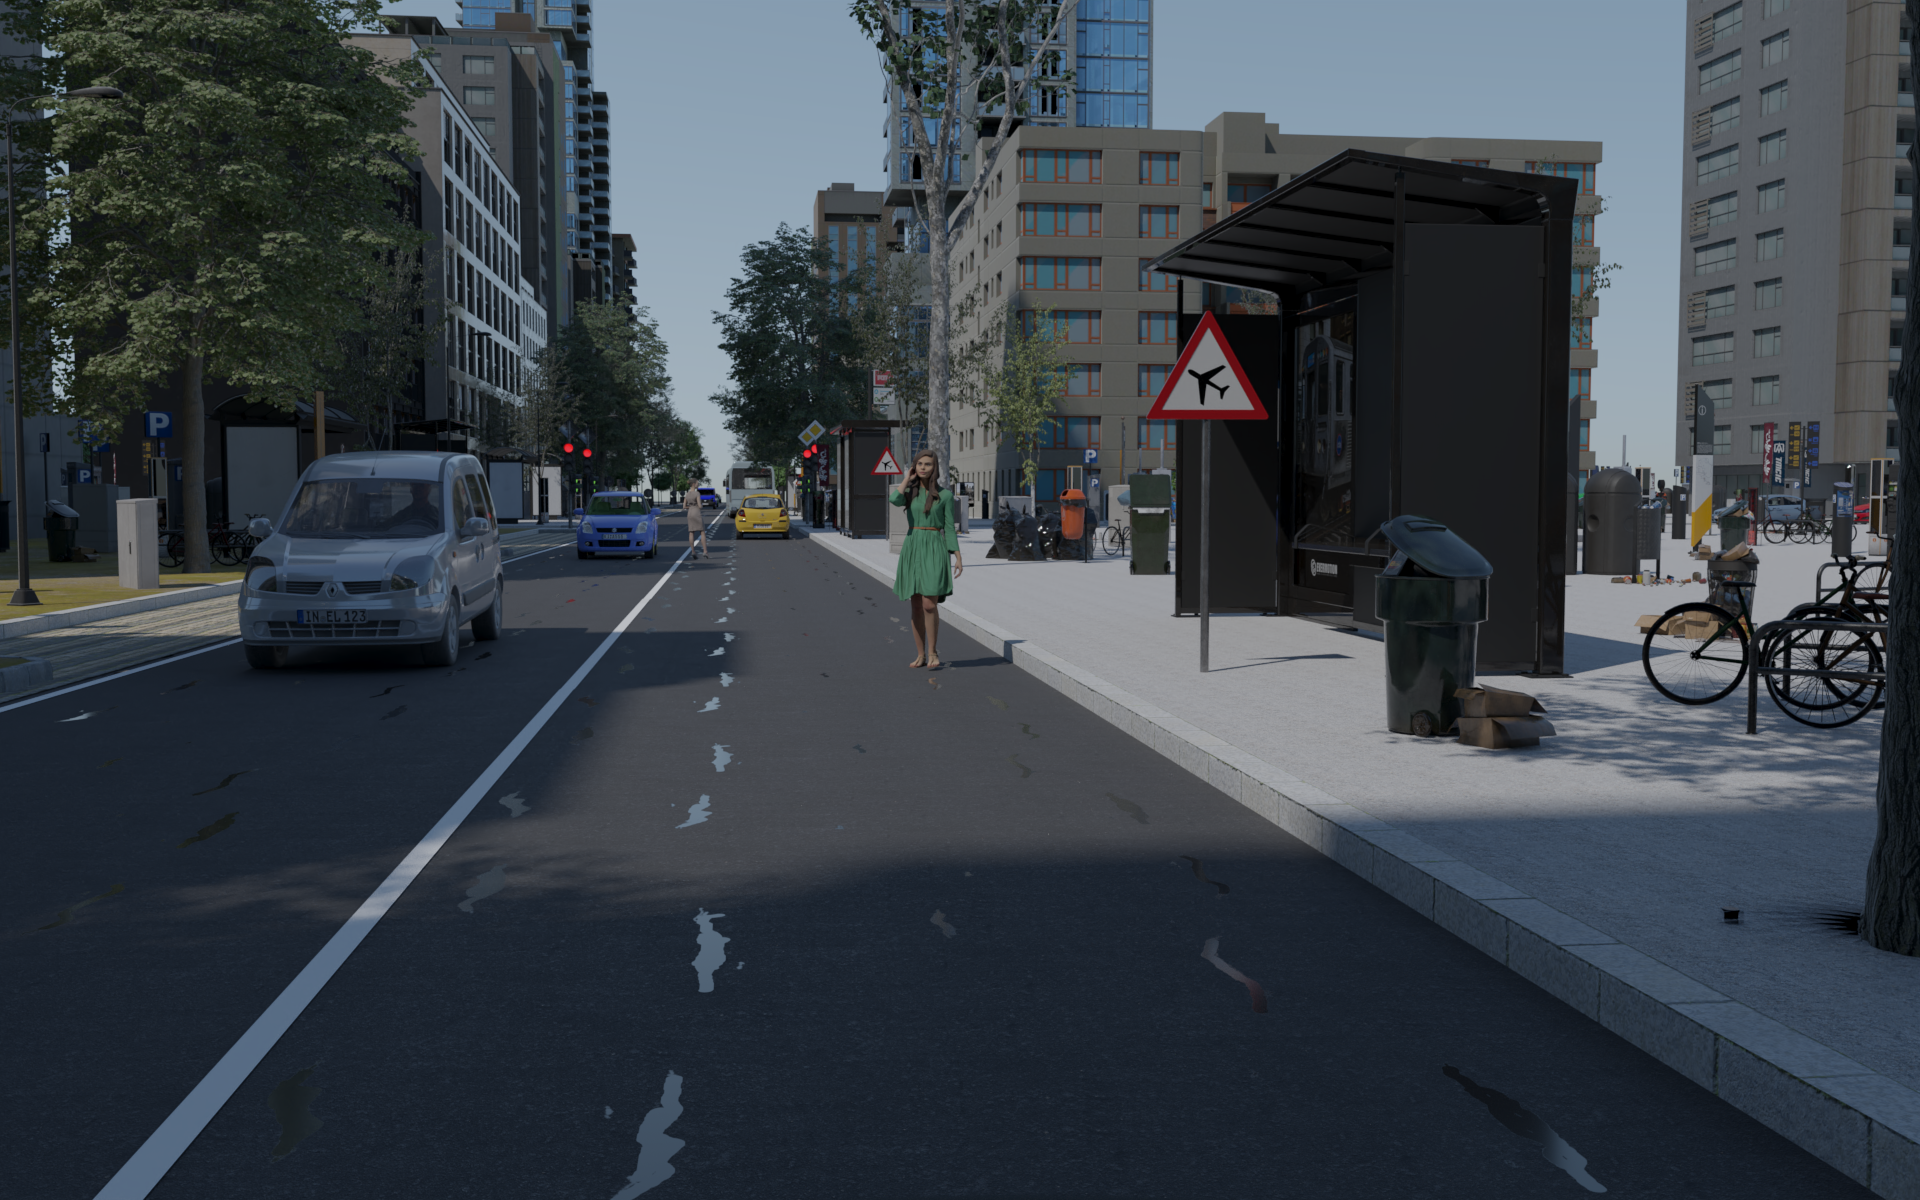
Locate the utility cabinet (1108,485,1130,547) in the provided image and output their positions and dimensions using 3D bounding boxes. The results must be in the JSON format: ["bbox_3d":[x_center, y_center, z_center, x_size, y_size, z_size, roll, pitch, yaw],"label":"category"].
[{"bbox_3d":[3.995,-2.020,41.713,0.318,1.500,1.173,-2,4,-26],"label":"utility cabinet"}]

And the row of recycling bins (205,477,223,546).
[{"bbox_3d":[-17.926,-2.219,43.394,1.069,1.692,3.534,0,4,-4],"label":"row of recycling bins"}]

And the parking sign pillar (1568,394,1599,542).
[{"bbox_3d":[16.112,-3.556,46.613,1.447,3.967,1.447,-3,4,-37],"label":"parking sign pillar"}]

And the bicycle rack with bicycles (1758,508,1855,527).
[{"bbox_3d":[21.836,-1.927,44.882,2.852,0.926,2.925,-2,4,-34],"label":"bicycle rack with bicycles"}]

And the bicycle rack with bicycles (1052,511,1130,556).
[{"bbox_3d":[2.887,-1.431,36.775,2.852,0.926,2.925,2,4,33],"label":"bicycle rack with bicycles"}]

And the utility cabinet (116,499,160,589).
[{"bbox_3d":[-11.284,-0.770,23.756,0.306,1.237,1.020,-3,4,-39],"label":"utility cabinet"}]

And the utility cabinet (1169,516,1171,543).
[{"bbox_3d":[5.260,-2.105,45.572,0.306,1.237,1.020,-1,4,-11],"label":"utility cabinet"}]

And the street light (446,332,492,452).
[{"bbox_3d":[-14.095,-4.716,49.650,1.470,5.913,1.316,0,4,-7],"label":"street light"}]

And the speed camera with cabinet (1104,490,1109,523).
[{"bbox_3d":[7.160,-4.936,75.038,0.660,3.252,2.038,-3,5,-44],"label":"speed camera with cabinet"}]

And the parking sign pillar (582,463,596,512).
[{"bbox_3d":[-24.952,-7.892,117.504,1.447,3.967,1.447,-1,4,-21],"label":"parking sign pillar"}]

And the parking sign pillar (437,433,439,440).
[{"bbox_3d":[-22.047,-5.101,71.867,1.447,3.967,1.447,2,4,26],"label":"parking sign pillar"}]

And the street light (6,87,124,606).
[{"bbox_3d":[-10.248,-2.894,19.858,1.470,5.913,1.316,0,4,-7],"label":"street light"}]

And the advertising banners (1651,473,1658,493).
[{"bbox_3d":[57.790,-8.998,143.304,2.074,3.025,0.090,-2,4,-31],"label":"advertising banners"}]

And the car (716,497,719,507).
[{"bbox_3d":[-27.576,-11.165,191.338,1.959,1.807,4.718,-1,4,-8],"label":"car"}]

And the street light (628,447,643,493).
[{"bbox_3d":[-24.604,-9.720,131.458,1.470,5.913,1.316,0,4,-7],"label":"street light"}]

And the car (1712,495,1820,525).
[{"bbox_3d":[34.580,-3.812,74.322,4.499,1.417,2.014,0,4,-8],"label":"car"}]

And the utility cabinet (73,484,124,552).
[{"bbox_3d":[-18.925,-1.792,37.979,1.173,1.500,0.318,2,4,29],"label":"utility cabinet"}]

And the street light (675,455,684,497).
[{"bbox_3d":[-34.288,-14.408,208.109,1.470,5.913,1.316,0,4,-7],"label":"street light"}]

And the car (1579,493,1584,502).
[{"bbox_3d":[27.059,-3.953,73.424,4.718,1.807,1.959,-1,4,-9],"label":"car"}]

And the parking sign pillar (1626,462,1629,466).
[{"bbox_3d":[56.018,-9.643,146.136,1.447,3.967,1.447,2,4,34],"label":"parking sign pillar"}]

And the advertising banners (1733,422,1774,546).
[{"bbox_3d":[19.657,-2.858,42.919,0.090,3.025,2.074,0,4,1],"label":"advertising banners"}]

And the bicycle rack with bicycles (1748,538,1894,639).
[{"bbox_3d":[9.724,-0.182,16.364,2.925,0.926,2.852,-1,4,-23],"label":"bicycle rack with bicycles"}]

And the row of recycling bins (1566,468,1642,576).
[{"bbox_3d":[9.068,-1.266,27.806,3.534,1.692,1.069,1,4,10],"label":"row of recycling bins"}]

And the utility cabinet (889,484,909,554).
[{"bbox_3d":[-1.042,-1.707,36.584,0.318,1.500,1.173,-3,4,-38],"label":"utility cabinet"}]

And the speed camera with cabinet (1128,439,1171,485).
[{"bbox_3d":[6.571,-4.159,62.342,2.038,3.252,0.660,1,4,9],"label":"speed camera with cabinet"}]

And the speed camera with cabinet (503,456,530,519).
[{"bbox_3d":[-22.665,-5.737,88.144,2.038,3.252,0.660,3,5,43],"label":"speed camera with cabinet"}]

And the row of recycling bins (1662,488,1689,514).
[{"bbox_3d":[46.579,-6.352,110.970,1.069,1.692,3.534,-3,5,-40],"label":"row of recycling bins"}]

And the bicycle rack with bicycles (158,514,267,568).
[{"bbox_3d":[-13.381,-1.115,31.619,2.925,0.926,2.852,-2,4,-35],"label":"bicycle rack with bicycles"}]

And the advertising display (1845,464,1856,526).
[{"bbox_3d":[19.129,-1.960,37.258,0.123,1.923,0.974,2,4,32],"label":"advertising display"}]

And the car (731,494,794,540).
[{"bbox_3d":[-6.348,-2.782,55.705,2.015,1.641,3.980,0,4,-6],"label":"car"}]

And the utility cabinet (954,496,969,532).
[{"bbox_3d":[-0.132,-2.929,59.045,0.306,1.237,1.020,-3,4,-37],"label":"utility cabinet"}]

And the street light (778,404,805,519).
[{"bbox_3d":[-8.433,-7.064,88.037,1.470,5.913,1.316,0,4,-7],"label":"street light"}]

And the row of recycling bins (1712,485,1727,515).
[{"bbox_3d":[34.900,-4.466,80.134,1.069,1.692,3.534,2,4,29],"label":"row of recycling bins"}]

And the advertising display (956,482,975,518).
[{"bbox_3d":[0.279,-5.278,91.514,0.974,1.923,0.123,0,4,7],"label":"advertising display"}]

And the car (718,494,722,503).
[{"bbox_3d":[-38.819,-16.248,275.436,2.009,1.686,4.222,-1,4,-9],"label":"car"}]

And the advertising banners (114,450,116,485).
[{"bbox_3d":[-34.165,-4.520,70.089,0.090,3.025,2.074,-2,4,-25],"label":"advertising banners"}]

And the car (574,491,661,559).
[{"bbox_3d":[-7.790,-1.830,39.506,1.945,1.707,3.694,-1,4,-8],"label":"car"}]

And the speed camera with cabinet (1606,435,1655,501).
[{"bbox_3d":[22.645,-3.923,58.475,2.038,3.252,0.660,-2,4,-35],"label":"speed camera with cabinet"}]

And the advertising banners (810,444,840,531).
[{"bbox_3d":[-4.556,-4.182,64.563,2.074,3.025,0.090,-1,4,-14],"label":"advertising banners"}]

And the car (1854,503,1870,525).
[{"bbox_3d":[40.803,-4.048,75.227,4.494,1.783,2.155,0,4,-7],"label":"car"}]

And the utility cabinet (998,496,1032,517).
[{"bbox_3d":[1.539,-2.250,47.944,1.020,1.237,0.306,-3,5,-42],"label":"utility cabinet"}]

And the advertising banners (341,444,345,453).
[{"bbox_3d":[-21.815,-3.954,60.828,0.090,3.025,2.074,-2,4,-30],"label":"advertising banners"}]

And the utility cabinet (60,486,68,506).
[{"bbox_3d":[-23.646,-2.335,46.849,1.173,1.500,0.318,-2,4,-24],"label":"utility cabinet"}]

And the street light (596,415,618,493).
[{"bbox_3d":[-20.766,-7.898,101.665,1.470,5.913,1.316,0,4,-7],"label":"street light"}]

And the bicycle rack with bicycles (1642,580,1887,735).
[{"bbox_3d":[5.368,0.223,9.729,2.925,0.926,2.852,2,4,32],"label":"bicycle rack with bicycles"}]

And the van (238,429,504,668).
[{"bbox_3d":[-5.196,-0.527,15.624,2.013,2.044,4.112,0,4,-7],"label":"van"}]

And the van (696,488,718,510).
[{"bbox_3d":[-23.685,-9.606,161.440,2.240,2.365,5.245,0,4,-7],"label":"van"}]

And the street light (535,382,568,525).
[{"bbox_3d":[-16.924,-6.075,71.873,1.470,5.913,1.316,0,4,-7],"label":"street light"}]
